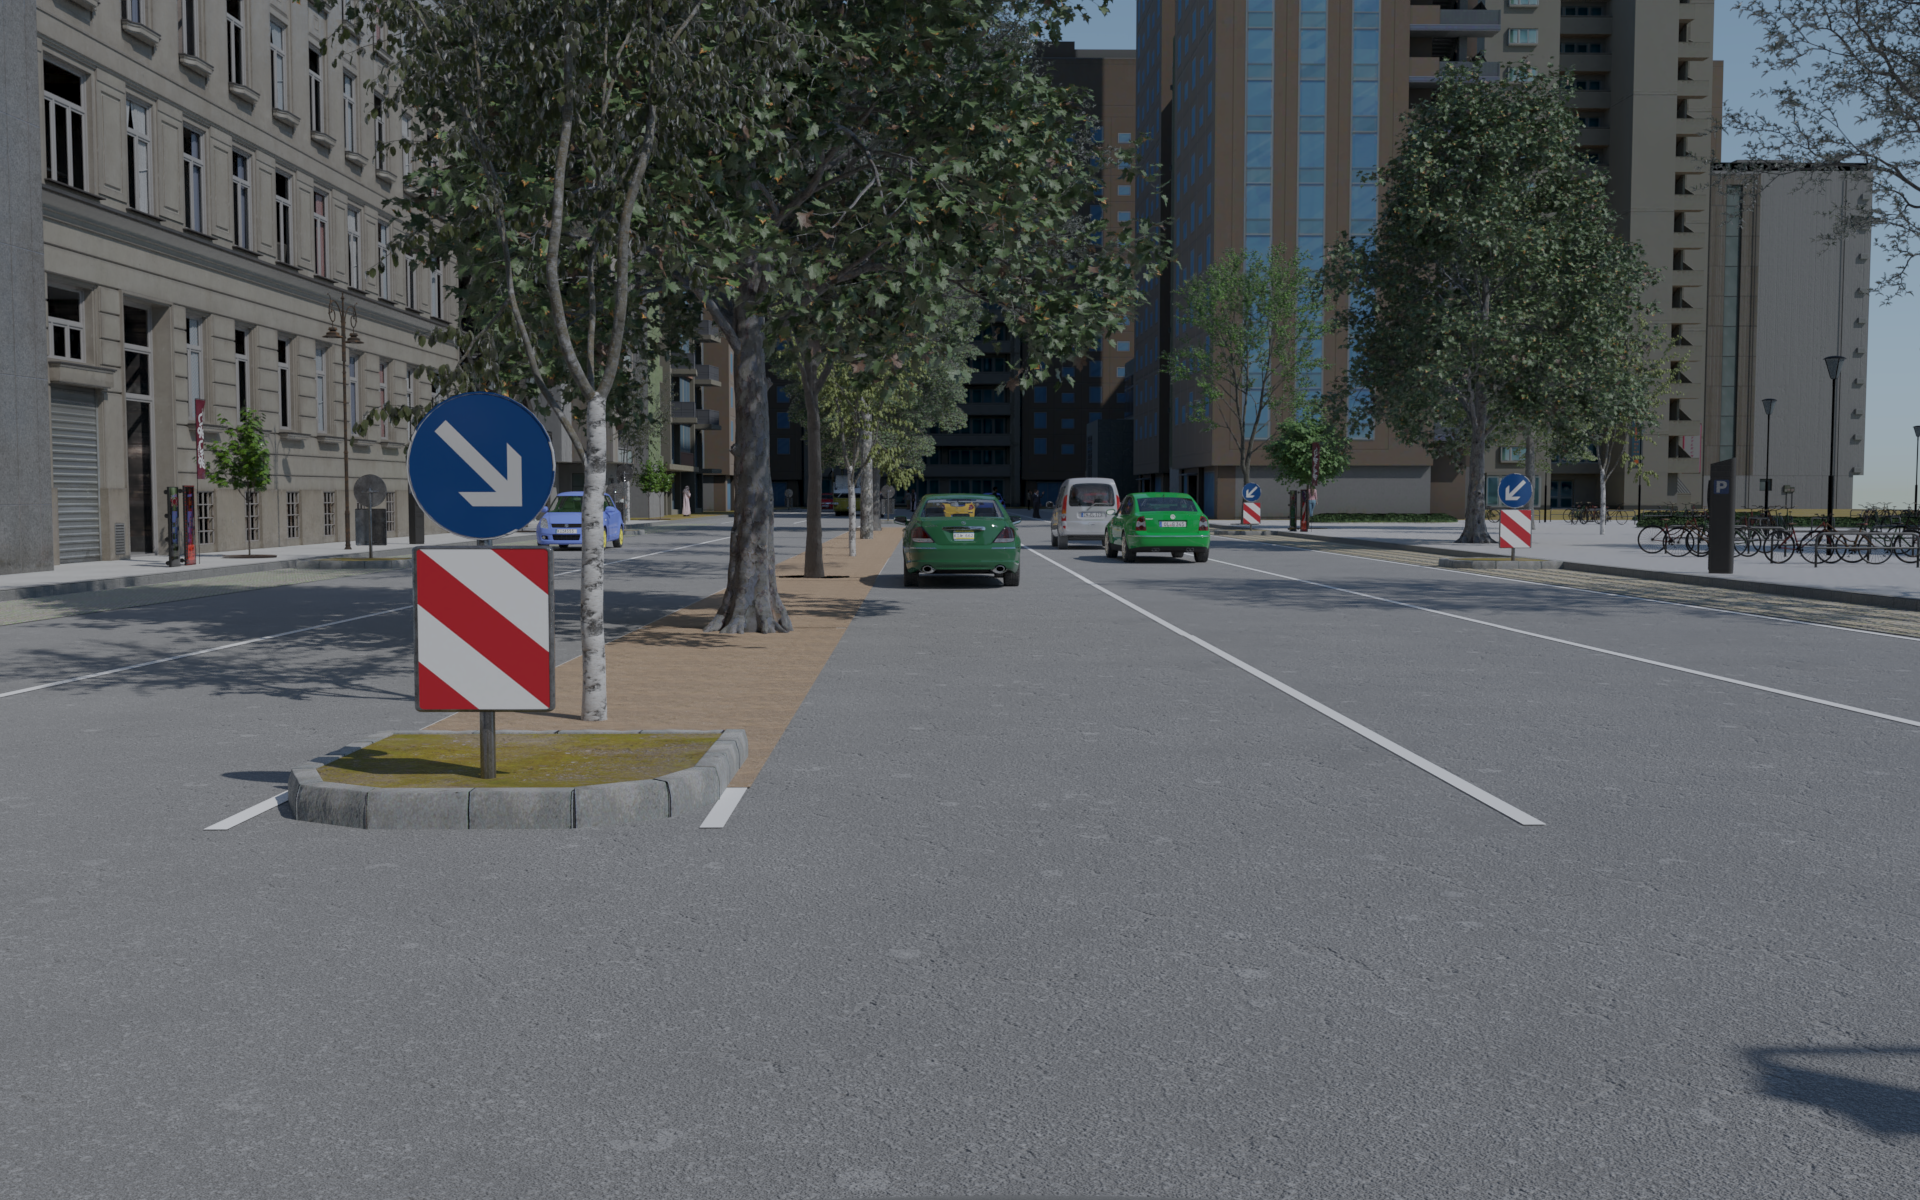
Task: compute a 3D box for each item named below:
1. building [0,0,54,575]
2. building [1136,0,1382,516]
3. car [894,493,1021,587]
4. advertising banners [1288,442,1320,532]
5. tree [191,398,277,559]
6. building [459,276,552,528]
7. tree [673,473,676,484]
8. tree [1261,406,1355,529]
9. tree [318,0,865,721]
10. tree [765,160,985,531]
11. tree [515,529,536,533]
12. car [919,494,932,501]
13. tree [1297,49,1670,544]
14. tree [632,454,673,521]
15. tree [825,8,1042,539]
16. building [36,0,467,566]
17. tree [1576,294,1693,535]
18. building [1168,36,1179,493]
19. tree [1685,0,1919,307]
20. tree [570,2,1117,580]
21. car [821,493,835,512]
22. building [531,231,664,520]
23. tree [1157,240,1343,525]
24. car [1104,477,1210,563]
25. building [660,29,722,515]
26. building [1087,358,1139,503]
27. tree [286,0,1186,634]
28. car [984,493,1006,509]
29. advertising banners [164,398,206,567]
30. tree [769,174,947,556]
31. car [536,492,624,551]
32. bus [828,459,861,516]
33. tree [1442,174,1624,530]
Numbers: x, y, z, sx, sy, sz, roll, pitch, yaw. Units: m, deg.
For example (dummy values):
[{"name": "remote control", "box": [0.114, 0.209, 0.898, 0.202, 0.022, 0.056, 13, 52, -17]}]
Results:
[{"name": "building", "box": [-20.999, -12.245, 18.231, 12.078, 24.808, 19.932, 0, 4, -1]}, {"name": "building", "box": [19.892, -28.759, 120.324, 14.600, 45.320, 14.200, 0, 4, -1]}, {"name": "car", "box": [-0.021, -1.008, 28.277, 2.131, 1.459, 4.920, 0, 4, -2]}, {"name": "advertising banners", "box": [11.654, -3.820, 58.651, 0.090, 3.025, 2.074, -1, 4, -18]}, {"name": "tree", "box": [-14.310, -2.467, 34.934, 1.663, 3.219, 1.824, 0, 3, 0]}, {"name": "building", "box": [-24.745, -12.194, 66.816, 16.820, 18.784, 16.811, 0, 4, -1]}, {"name": "tree", "box": [-14.957, -5.633, 86.705, 1.663, 3.219, 1.824, 0, 3, 0]}, {"name": "tree", "box": [12.845, -4.910, 63.999, 4.285, 4.588, 4.351, 0, 3, 0]}, {"name": "tree", "box": [-2.328, -3.552, 10.901, 4.360, 8.622, 3.978, 0, 3, 0]}, {"name": "tree", "box": [-3.400, -9.657, 67.006, 9.857, 13.997, 8.962, 0, 3, 0]}, {"name": "tree", "box": [-14.560, -3.878, 58.001, 1.663, 3.219, 1.824, 0, 3, 0]}, {"name": "car", "box": [-1.939, -7.026, 125.093, 2.015, 1.641, 3.980, 0, 4, -2]}, {"name": "tree", "box": [13.549, -7.816, 44.803, 9.611, 12.733, 9.660, 0, 3, 0]}, {"name": "tree", "box": [-15.061, -5.468, 84.000, 1.663, 3.219, 1.824, 0, 3, 0]}, {"name": "tree", "box": [-4.195, -12.039, 55.191, 12.611, 20.169, 13.585, 0, 3, 0]}, {"name": "building", "box": [-23.726, -12.846, 43.311, 16.112, 22.955, 30.059, 0, 4, -1]}, {"name": "tree", "box": [20.369, -6.359, 54.334, 4.737, 8.622, 4.395, 0, 3, 0]}, {"name": "building", "box": [19.704, -20.475, 106.460, 14.160, 30.474, 14.107, 0, 4, -1]}, {"name": "tree", "box": [13.751, -6.659, 19.250, 12.009, 13.543, 11.850, 0, 3, 0]}, {"name": "tree", "box": [-2.442, -7.097, 28.860, 12.009, 13.543, 11.850, 0, 3, 0]}, {"name": "car", "box": [-10.847, -8.124, 141.868, 2.155, 1.783, 4.494, 0, 4, 0]}, {"name": "building", "box": [-23.718, -24.871, 90.237, 14.154, 41.232, 14.086, 0, 4, -1]}, {"name": "tree", "box": [11.920, -8.941, 71.933, 9.928, 11.665, 9.643, 0, 3, 0]}, {"name": "car", "box": [4.235, -1.763, 37.619, 1.959, 1.807, 4.718, 0, 4, -3]}, {"name": "building", "box": [-27.458, -27.944, 111.502, 22.147, 44.769, 28.867, 0, 4, -1]}, {"name": "building", "box": [23.105, -50.722, 141.983, 22.319, 86.520, 31.000, 0, 4, -1]}, {"name": "tree", "box": [-2.178, -6.018, 17.853, 9.611, 12.733, 9.660, 0, 3, 0]}, {"name": "car", "box": [1.998, -6.174, 110.543, 1.945, 1.707, 3.694, 0, 4, -1]}, {"name": "advertising banners", "box": [-13.880, -2.136, 31.112, 0.090, 3.025, 2.074, 0, 4, -4]}, {"name": "tree", "box": [-2.413, -5.280, 39.155, 4.737, 8.622, 4.395, 0, 3, 0]}, {"name": "car", "box": [-9.848, -2.163, 44.956, 1.945, 1.707, 3.694, 0, 4, -1]}, {"name": "bus", "box": [-7.014, -7.610, 115.968, 2.896, 3.916, 12.252, 0, 4, -1]}, {"name": "tree", "box": [20.154, -8.794, 61.912, 7.486, 12.596, 7.792, 0, 3, 0]}]
